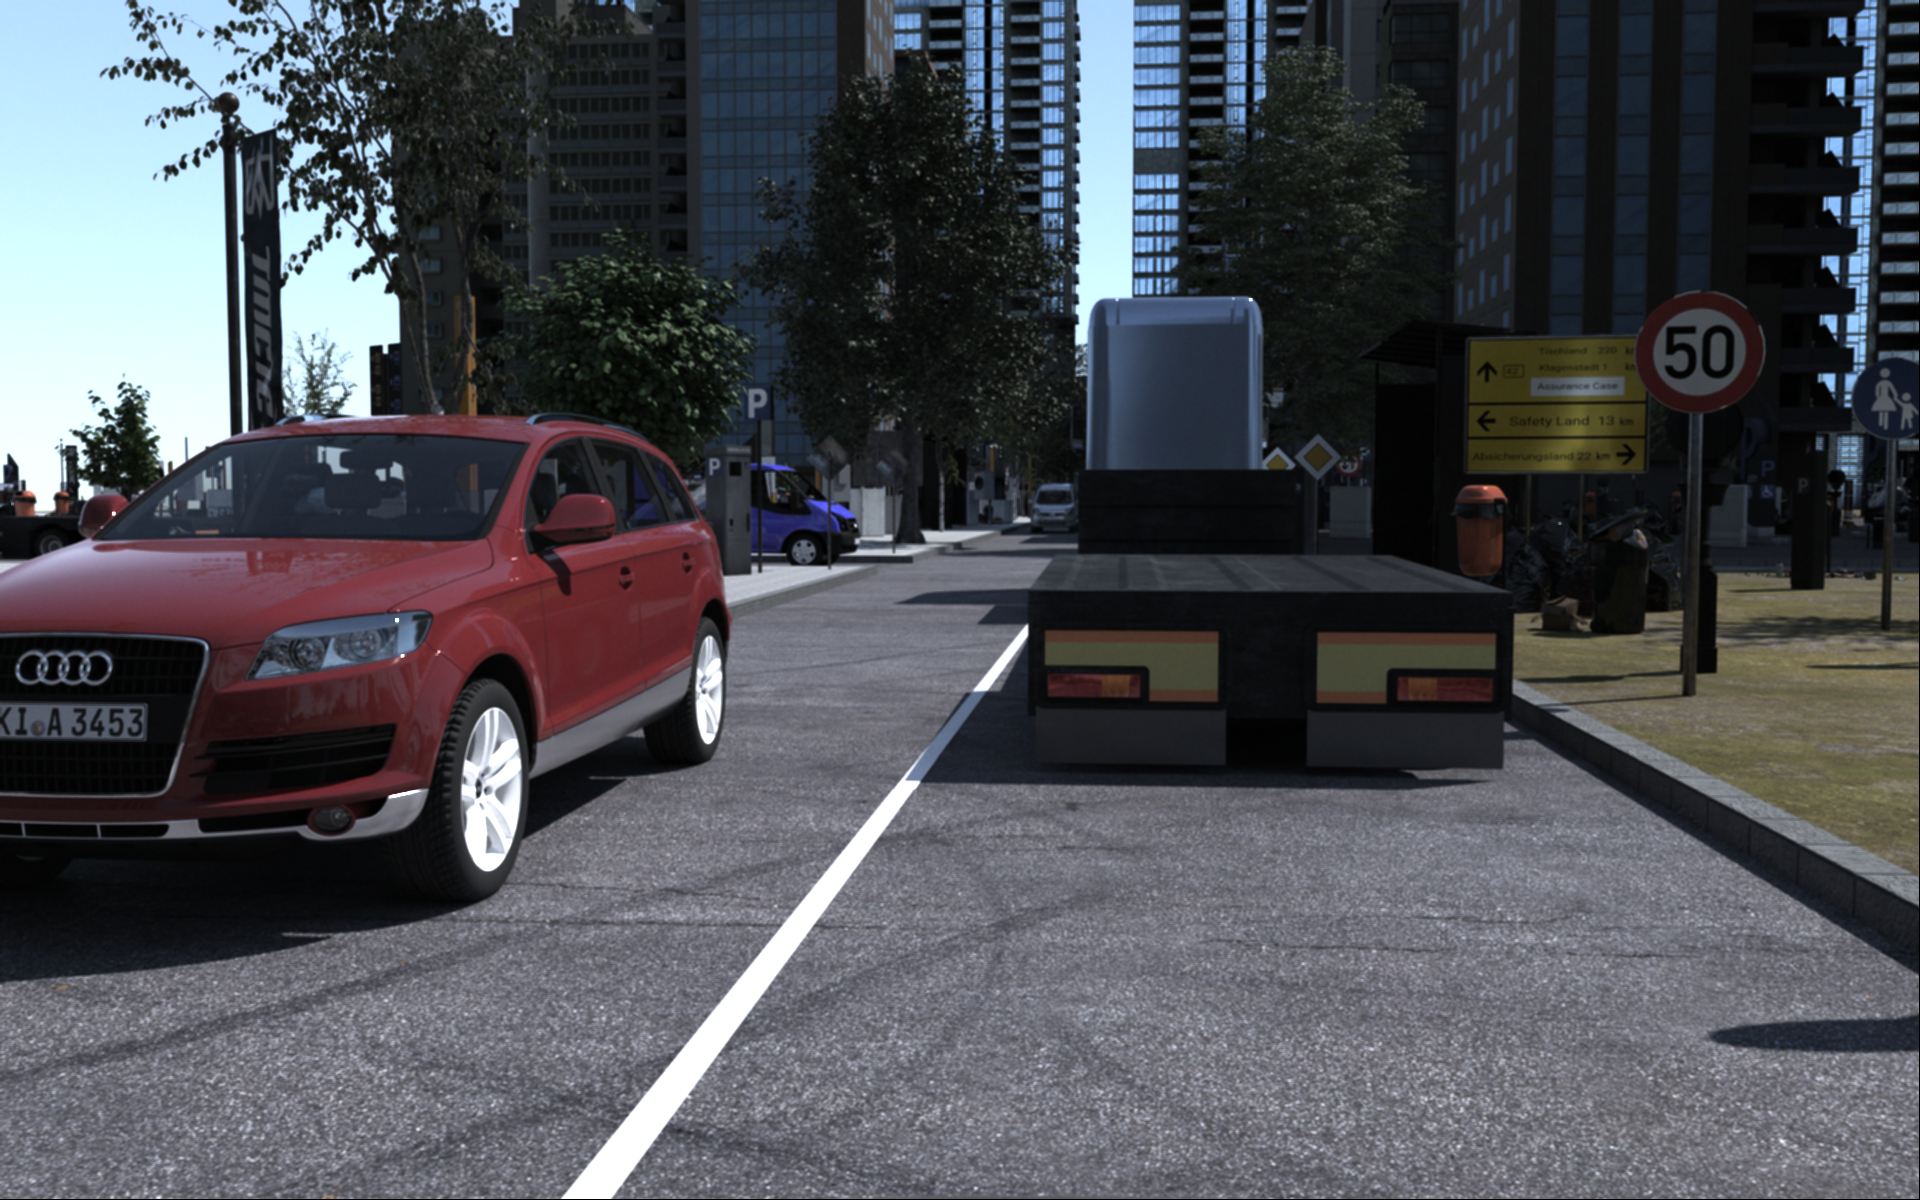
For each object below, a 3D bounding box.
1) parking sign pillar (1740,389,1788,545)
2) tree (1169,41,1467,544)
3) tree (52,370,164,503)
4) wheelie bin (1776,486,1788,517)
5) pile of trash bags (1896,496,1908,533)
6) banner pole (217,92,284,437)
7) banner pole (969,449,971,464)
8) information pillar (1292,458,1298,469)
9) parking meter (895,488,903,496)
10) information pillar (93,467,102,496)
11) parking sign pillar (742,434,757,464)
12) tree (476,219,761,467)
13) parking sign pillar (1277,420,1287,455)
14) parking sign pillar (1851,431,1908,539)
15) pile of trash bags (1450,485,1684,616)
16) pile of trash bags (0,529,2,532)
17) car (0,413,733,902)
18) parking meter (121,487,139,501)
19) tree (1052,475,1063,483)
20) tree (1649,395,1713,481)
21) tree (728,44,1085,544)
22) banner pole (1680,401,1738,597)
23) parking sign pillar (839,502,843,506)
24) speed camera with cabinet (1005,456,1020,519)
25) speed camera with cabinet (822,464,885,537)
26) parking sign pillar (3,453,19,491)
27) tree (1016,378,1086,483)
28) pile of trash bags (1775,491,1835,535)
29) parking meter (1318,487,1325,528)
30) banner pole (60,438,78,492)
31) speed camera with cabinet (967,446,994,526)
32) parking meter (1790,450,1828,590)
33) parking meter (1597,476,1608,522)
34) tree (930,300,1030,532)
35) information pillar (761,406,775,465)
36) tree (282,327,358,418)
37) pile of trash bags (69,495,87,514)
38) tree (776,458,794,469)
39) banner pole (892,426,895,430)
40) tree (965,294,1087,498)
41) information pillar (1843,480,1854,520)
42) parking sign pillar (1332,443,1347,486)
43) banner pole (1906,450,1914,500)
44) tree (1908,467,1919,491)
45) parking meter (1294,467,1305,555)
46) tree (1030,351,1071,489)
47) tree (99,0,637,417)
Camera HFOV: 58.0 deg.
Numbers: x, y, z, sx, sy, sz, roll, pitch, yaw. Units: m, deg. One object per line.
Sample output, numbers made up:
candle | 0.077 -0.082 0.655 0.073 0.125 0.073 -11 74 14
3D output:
parking sign pillar | 20.254 -3.391 43.911 1.447 3.967 1.447 0 4 6
tree | 8.994 -7.735 44.587 7.486 12.596 7.792 0 3 0
tree | -13.005 -1.993 27.193 1.663 3.219 1.824 0 3 0
wheelie bin | 32.080 -3.688 68.204 0.980 1.594 0.693 -2 4 -29
pile of trash bags | 29.966 -2.719 54.215 1.912 1.369 3.447 -1 4 -10
banner pole | -4.390 -1.268 10.750 0.863 3.779 0.401 3 5 42
banner pole | 0.560 -6.386 94.421 0.401 3.779 0.863 0 4 3
information pillar | 19.950 -6.865 103.599 0.504 3.616 0.183 2 4 27
parking meter | -2.712 -4.216 77.342 0.372 1.533 0.369 0 3 0
information pillar | -52.842 -7.016 106.072 0.504 3.616 0.183 -1 4 -14
parking sign pillar | -9.677 -5.505 78.475 1.447 3.967 1.447 2 4 29
tree | -4.080 -2.271 20.846 4.285 4.588 4.351 0 3 0
parking sign pillar | 11.402 -4.577 63.302 1.447 3.967 1.447 -1 4 -22
parking sign pillar | 26.469 -3.748 49.759 1.447 3.967 1.447 0 4 8
pile of trash bags | 6.344 -0.543 18.633 3.447 1.369 1.912 -3 5 -44
pile of trash bags | -26.889 -2.352 48.211 3.447 1.369 1.912 2 4 28
car | -2.478 0.050 7.857 2.281 1.827 5.304 0 4 6
parking meter | -18.812 -1.888 39.283 0.372 1.533 0.369 0 3 0
tree | 8.733 -9.698 153.171 1.663 3.219 1.824 0 3 0
tree | 27.615 -7.087 66.235 4.737 8.622 4.395 0 3 0
tree | -1.315 -7.814 44.769 9.611 12.733 9.660 0 3 0
banner pole | 9.295 -1.933 21.615 0.863 3.779 0.401 0 4 -1
parking sign pillar | -6.709 -6.331 91.979 1.447 3.967 1.447 2 4 27
speed camera with cabinet | 2.685 -5.842 89.847 0.660 3.252 2.038 0 4 -4
speed camera with cabinet | -3.185 -3.520 51.885 2.038 3.252 0.660 -3 5 -44
parking sign pillar | -62.389 -7.672 113.915 1.447 3.967 1.447 3 4 38
tree | 7.406 -12.207 134.002 8.767 10.594 7.601 3 5 44
pile of trash bags | 26.287 -2.776 55.144 3.447 1.369 1.912 -1 4 -11
parking meter | 13.441 -3.447 64.775 0.372 1.533 0.369 0 3 0
banner pole | -40.189 -5.385 78.055 0.863 3.779 0.401 -2 4 -25
speed camera with cabinet | 0.573 -4.698 71.155 0.660 3.252 2.038 -3 4 -37
parking meter | 11.439 -1.078 23.344 0.255 1.863 0.399 -1 4 -20
parking meter | 21.022 -3.117 56.674 0.255 1.863 0.399 3 4 37
tree | -0.376 -6.609 58.419 4.737 8.622 4.395 0 3 0
information pillar | -4.260 -2.881 38.453 0.183 3.616 0.504 -2 4 -35
tree | -28.526 -7.673 75.812 4.737 8.622 4.395 0 3 0
pile of trash bags | -35.972 -3.783 71.611 3.447 1.369 1.912 1 4 14
tree | -9.580 -6.046 93.457 1.663 3.219 1.824 0 3 0
banner pole | -2.628 -4.522 63.945 0.863 3.779 0.401 -3 4 -38
tree | 4.764 -11.918 105.230 12.009 13.543 11.850 0 3 0
information pillar | 44.863 -5.074 87.448 0.304 2.012 0.304 -1 4 -15
parking sign pillar | 19.548 -6.150 89.032 1.447 3.967 1.447 0 4 -5
banner pole | 53.587 -6.589 97.742 0.401 3.779 0.863 0 3 0
tree | 36.185 -4.270 64.408 1.663 3.219 1.824 0 3 0
parking meter | 6.989 -1.862 36.162 0.399 1.863 0.255 0 4 6
tree | 2.519 -8.072 82.331 4.737 8.622 4.395 0 3 0
tree | -4.566 -3.921 14.474 4.360 8.622 3.978 0 3 0
